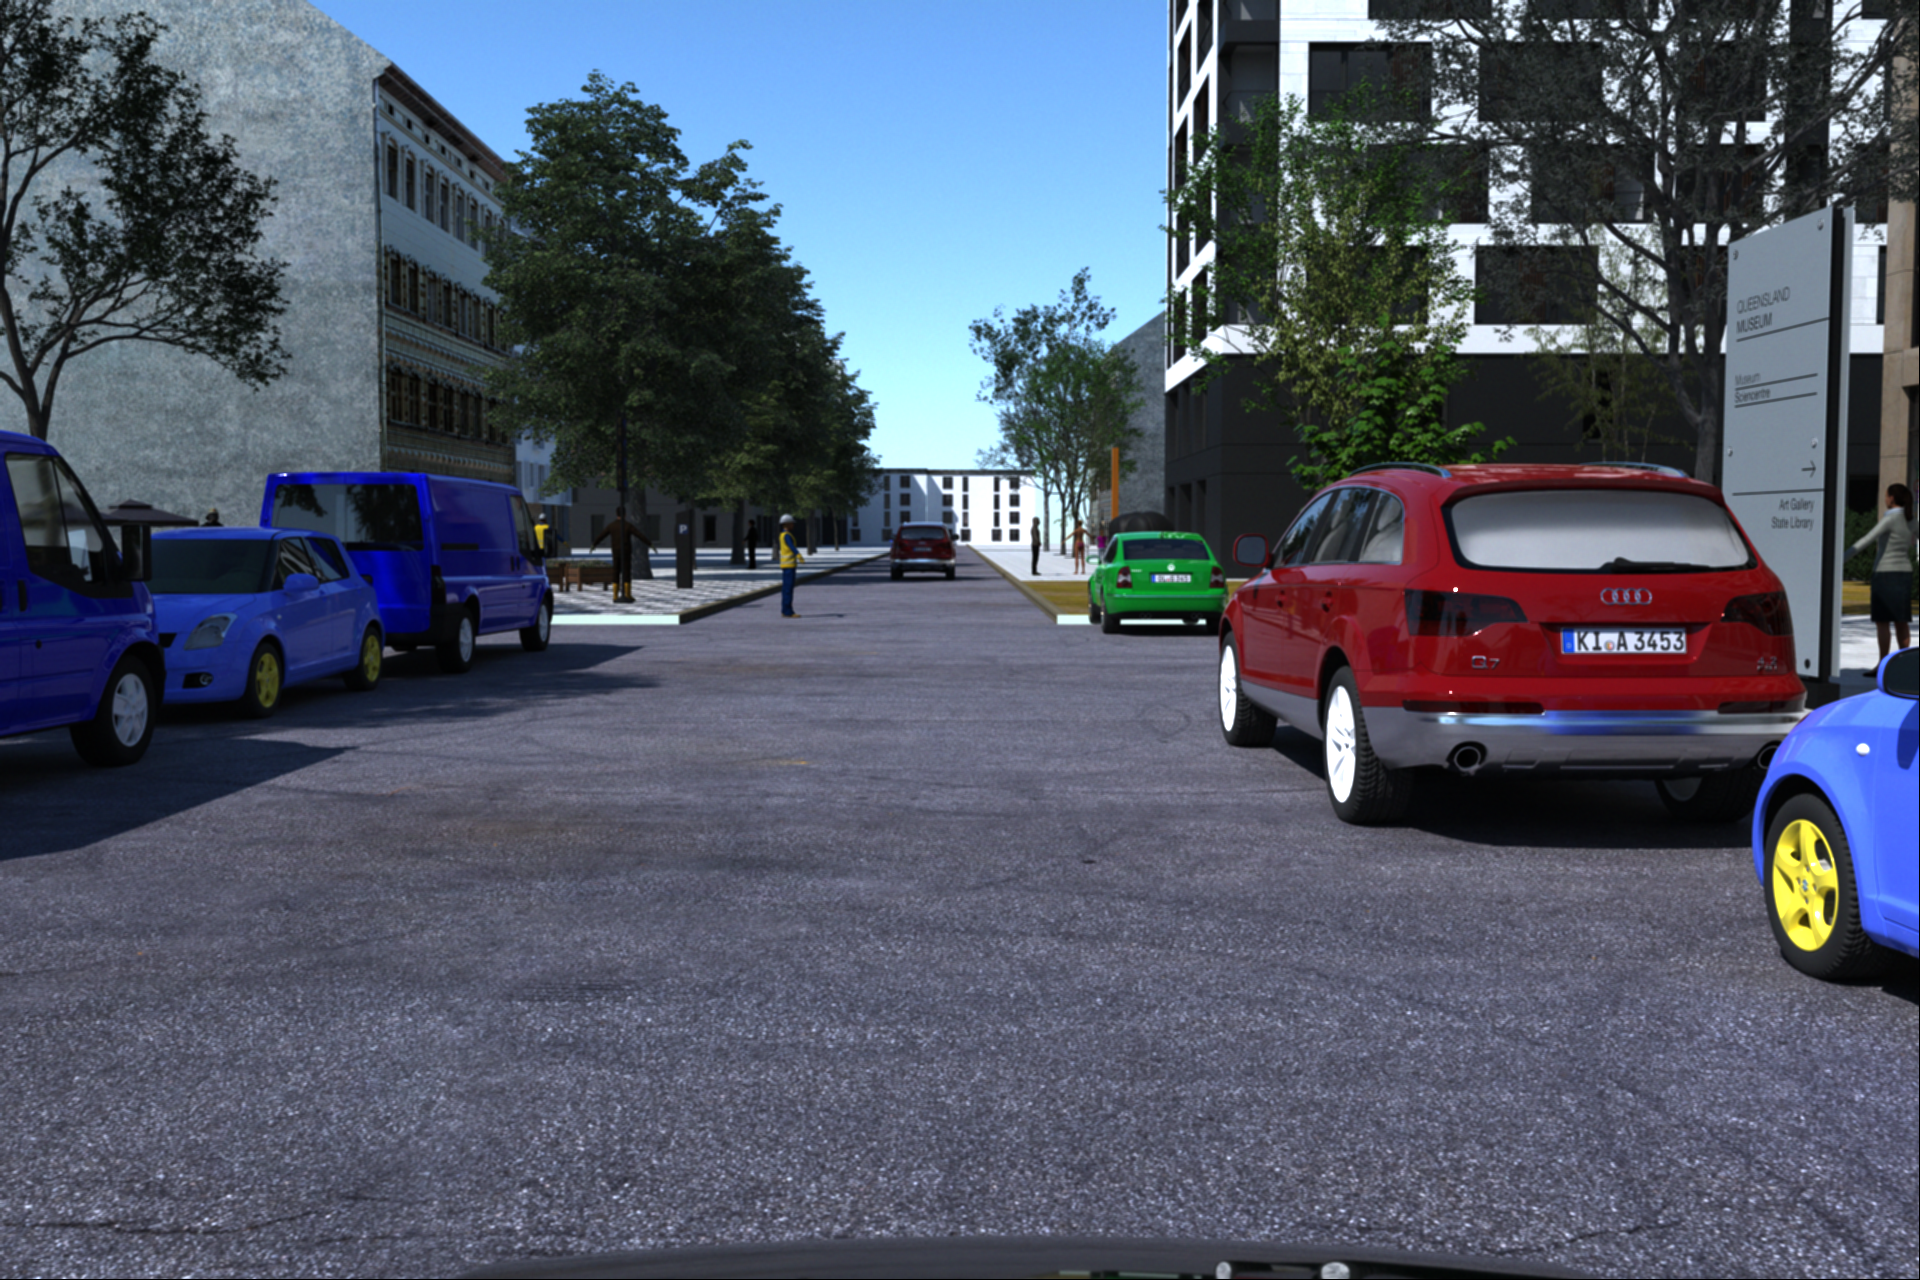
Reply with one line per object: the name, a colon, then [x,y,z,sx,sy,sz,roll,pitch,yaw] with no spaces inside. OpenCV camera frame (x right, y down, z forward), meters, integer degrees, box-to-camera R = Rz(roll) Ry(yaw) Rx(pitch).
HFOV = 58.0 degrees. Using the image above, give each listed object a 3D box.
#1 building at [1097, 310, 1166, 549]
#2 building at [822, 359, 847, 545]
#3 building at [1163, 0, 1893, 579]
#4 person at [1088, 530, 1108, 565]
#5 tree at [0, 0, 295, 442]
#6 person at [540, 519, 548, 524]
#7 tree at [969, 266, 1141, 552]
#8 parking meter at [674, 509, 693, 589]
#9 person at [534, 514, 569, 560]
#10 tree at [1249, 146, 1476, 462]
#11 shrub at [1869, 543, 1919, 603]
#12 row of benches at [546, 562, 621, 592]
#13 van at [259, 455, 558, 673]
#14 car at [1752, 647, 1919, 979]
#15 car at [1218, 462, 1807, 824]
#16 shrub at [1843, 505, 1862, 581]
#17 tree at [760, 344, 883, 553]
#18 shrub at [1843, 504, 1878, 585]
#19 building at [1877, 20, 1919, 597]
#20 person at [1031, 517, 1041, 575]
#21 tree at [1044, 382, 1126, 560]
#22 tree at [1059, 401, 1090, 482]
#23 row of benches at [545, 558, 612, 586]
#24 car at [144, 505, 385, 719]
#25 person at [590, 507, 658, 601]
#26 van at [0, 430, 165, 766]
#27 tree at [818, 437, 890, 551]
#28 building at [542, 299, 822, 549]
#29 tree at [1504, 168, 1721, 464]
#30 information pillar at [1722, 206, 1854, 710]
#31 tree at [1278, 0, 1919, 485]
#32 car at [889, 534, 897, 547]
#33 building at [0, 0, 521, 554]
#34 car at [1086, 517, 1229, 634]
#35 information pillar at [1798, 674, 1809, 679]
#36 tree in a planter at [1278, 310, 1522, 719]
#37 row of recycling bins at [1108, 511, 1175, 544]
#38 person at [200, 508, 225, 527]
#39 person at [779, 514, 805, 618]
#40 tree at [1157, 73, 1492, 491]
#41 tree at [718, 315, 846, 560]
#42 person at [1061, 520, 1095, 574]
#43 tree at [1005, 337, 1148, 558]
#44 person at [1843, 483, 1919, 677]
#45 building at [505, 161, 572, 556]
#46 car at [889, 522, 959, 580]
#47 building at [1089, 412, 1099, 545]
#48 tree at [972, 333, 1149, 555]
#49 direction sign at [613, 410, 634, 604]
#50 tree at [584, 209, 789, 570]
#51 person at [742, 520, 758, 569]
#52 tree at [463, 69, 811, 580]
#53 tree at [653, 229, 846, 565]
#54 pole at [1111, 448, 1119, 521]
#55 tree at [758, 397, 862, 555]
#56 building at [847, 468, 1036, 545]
building: [21.981,-19.500,149.756,19.493,23.208,18.063,0,4,0]
building: [-27.790,-21.768,199.888,27.936,21.610,32.646,0,4,-1]
building: [21.406,-13.527,65.144,27.936,21.610,32.646,0,4,0]
person: [5.241,-3.353,64.089,0.991,1.433,0.599,0,4,-3]
tree: [-12.704,-5.463,23.739,7.601,10.594,8.767,1,4,21]
person: [-13.344,-3.017,55.455,1.347,1.817,0.704,3,4,36]
tree: [6.634,-16.405,124.111,12.611,20.169,13.585,0,3,0]
parking meter: [-6.497,-2.141,40.714,0.399,1.863,0.255,0,4,0]
person: [-11.237,-2.496,46.778,1.349,1.833,0.705,1,4,10]
tree: [7.323,-5.061,33.104,4.737,8.622,4.395,0,3,0]
shrub: [17.299,-1.273,31.937,1.383,1.207,1.383,0,3,0]
row of benches: [-9.400,-1.378,37.992,4.104,0.672,1.422,-3,5,-42]
van: [-6.012,-0.923,19.471,2.240,2.365,5.245,0,4,0]
car: [3.568,0.311,4.505,1.945,1.707,3.694,0,4,-1]
car: [2.852,-0.089,10.126,2.281,1.827,5.304,0,4,-1]
shrub: [24.196,-2.656,47.463,1.661,2.075,1.752,0,3,0]
tree: [-9.970,-12.747,115.076,9.857,13.997,8.962,0,3,0]
shrub: [23.057,-2.389,43.476,1.690,2.028,1.600,0,3,0]
building: [27.761,-13.042,16.444,19.351,26.588,34.151,0,4,0]
person: [2.389,-2.930,54.026,0.705,1.813,1.348,0,4,0]
tree: [6.174,-8.160,83.782,4.360,8.622,3.978,0,3,0]
tree: [18.768,-22.442,222.821,12.611,20.169,13.585,0,3,0]
row of benches: [-10.299,-1.775,44.480,4.104,0.672,1.422,3,5,44]
car: [-6.208,-0.304,14.567,1.945,1.707,3.694,0,4,0]
person: [-6.451,-1.648,33.084,1.346,1.812,0.704,1,4,8]
van: [-6.050,-0.280,8.960,2.240,2.365,5.245,0,4,0]
tree: [-9.436,-12.048,131.398,8.767,10.594,7.601,-2,4,-24]
building: [-28.598,-19.760,167.058,27.936,21.610,32.646,0,4,0]
tree: [12.954,-5.114,33.979,4.360,8.622,3.978,0,3,0]
information pillar: [6.297,-1.344,13.288,0.184,3.620,1.656,0,4,0]
tree: [9.244,-6.793,21.434,12.009,13.543,11.850,0,3,0]
car: [-3.399,-5.990,107.520,1.945,1.707,3.694,0,3,0]
building: [-28.085,-14.279,64.392,19.493,23.208,18.063,0,4,-1]
car: [2.936,-1.068,26.257,1.959,1.807,4.718,0,3,0]
information pillar: [6.945,-0.615,14.545,0.304,2.012,0.304,0,3,0]
tree in a planter: [3.432,-1.016,13.838,1.991,3.239,1.994,0,4,0]
row of recycling bins: [3.367,-1.574,32.845,1.069,1.692,3.534,0,4,-2]
person: [-16.475,-1.986,38.247,1.354,1.856,0.705,-3,4,-37]
person: [-2.879,-1.279,29.833,0.721,1.772,1.216,-1,4,-19]
tree: [8.394,-7.019,40.523,9.928,11.665,9.643,0,3,0]
tree: [-9.390,-10.239,85.540,7.486,12.596,7.792,0,3,0]
person: [3.810,-2.985,55.611,1.217,1.733,0.721,-1,4,-23]
tree: [6.200,-10.195,92.441,9.928,11.665,9.643,0,3,0]
person: [8.319,-0.534,15.559,1.217,1.735,0.721,-1,4,-19]
building: [-27.895,-14.241,89.262,16.016,20.090,11.380,0,3,0]
car: [-1.162,-2.870,55.591,2.281,1.827,5.304,0,4,0]
building: [24.518,-22.248,194.686,19.493,23.208,18.063,0,3,0]
tree: [6.338,-11.889,104.747,12.009,13.543,11.850,0,3,0]
direction sign: [-6.253,-2.450,32.055,0.379,3.537,0.876,0,4,0]
tree: [-9.899,-8.768,61.490,7.486,12.596,7.792,0,3,0]
person: [-7.599,-3.475,63.008,0.705,1.806,1.347,1,4,13]
tree: [-8.983,-8.656,48.181,9.857,13.997,8.962,0,3,0]
tree: [-9.369,-10.162,72.810,9.857,13.997,8.962,0,3,0]
pole: [3.667,-2.885,41.014,0.158,3.312,0.155,0,3,0]
tree: [-9.307,-10.362,103.839,7.601,10.594,8.767,2,4,25]
building: [-4.296,-16.960,221.896,28.070,9.664,9.099,0,4,-2]
